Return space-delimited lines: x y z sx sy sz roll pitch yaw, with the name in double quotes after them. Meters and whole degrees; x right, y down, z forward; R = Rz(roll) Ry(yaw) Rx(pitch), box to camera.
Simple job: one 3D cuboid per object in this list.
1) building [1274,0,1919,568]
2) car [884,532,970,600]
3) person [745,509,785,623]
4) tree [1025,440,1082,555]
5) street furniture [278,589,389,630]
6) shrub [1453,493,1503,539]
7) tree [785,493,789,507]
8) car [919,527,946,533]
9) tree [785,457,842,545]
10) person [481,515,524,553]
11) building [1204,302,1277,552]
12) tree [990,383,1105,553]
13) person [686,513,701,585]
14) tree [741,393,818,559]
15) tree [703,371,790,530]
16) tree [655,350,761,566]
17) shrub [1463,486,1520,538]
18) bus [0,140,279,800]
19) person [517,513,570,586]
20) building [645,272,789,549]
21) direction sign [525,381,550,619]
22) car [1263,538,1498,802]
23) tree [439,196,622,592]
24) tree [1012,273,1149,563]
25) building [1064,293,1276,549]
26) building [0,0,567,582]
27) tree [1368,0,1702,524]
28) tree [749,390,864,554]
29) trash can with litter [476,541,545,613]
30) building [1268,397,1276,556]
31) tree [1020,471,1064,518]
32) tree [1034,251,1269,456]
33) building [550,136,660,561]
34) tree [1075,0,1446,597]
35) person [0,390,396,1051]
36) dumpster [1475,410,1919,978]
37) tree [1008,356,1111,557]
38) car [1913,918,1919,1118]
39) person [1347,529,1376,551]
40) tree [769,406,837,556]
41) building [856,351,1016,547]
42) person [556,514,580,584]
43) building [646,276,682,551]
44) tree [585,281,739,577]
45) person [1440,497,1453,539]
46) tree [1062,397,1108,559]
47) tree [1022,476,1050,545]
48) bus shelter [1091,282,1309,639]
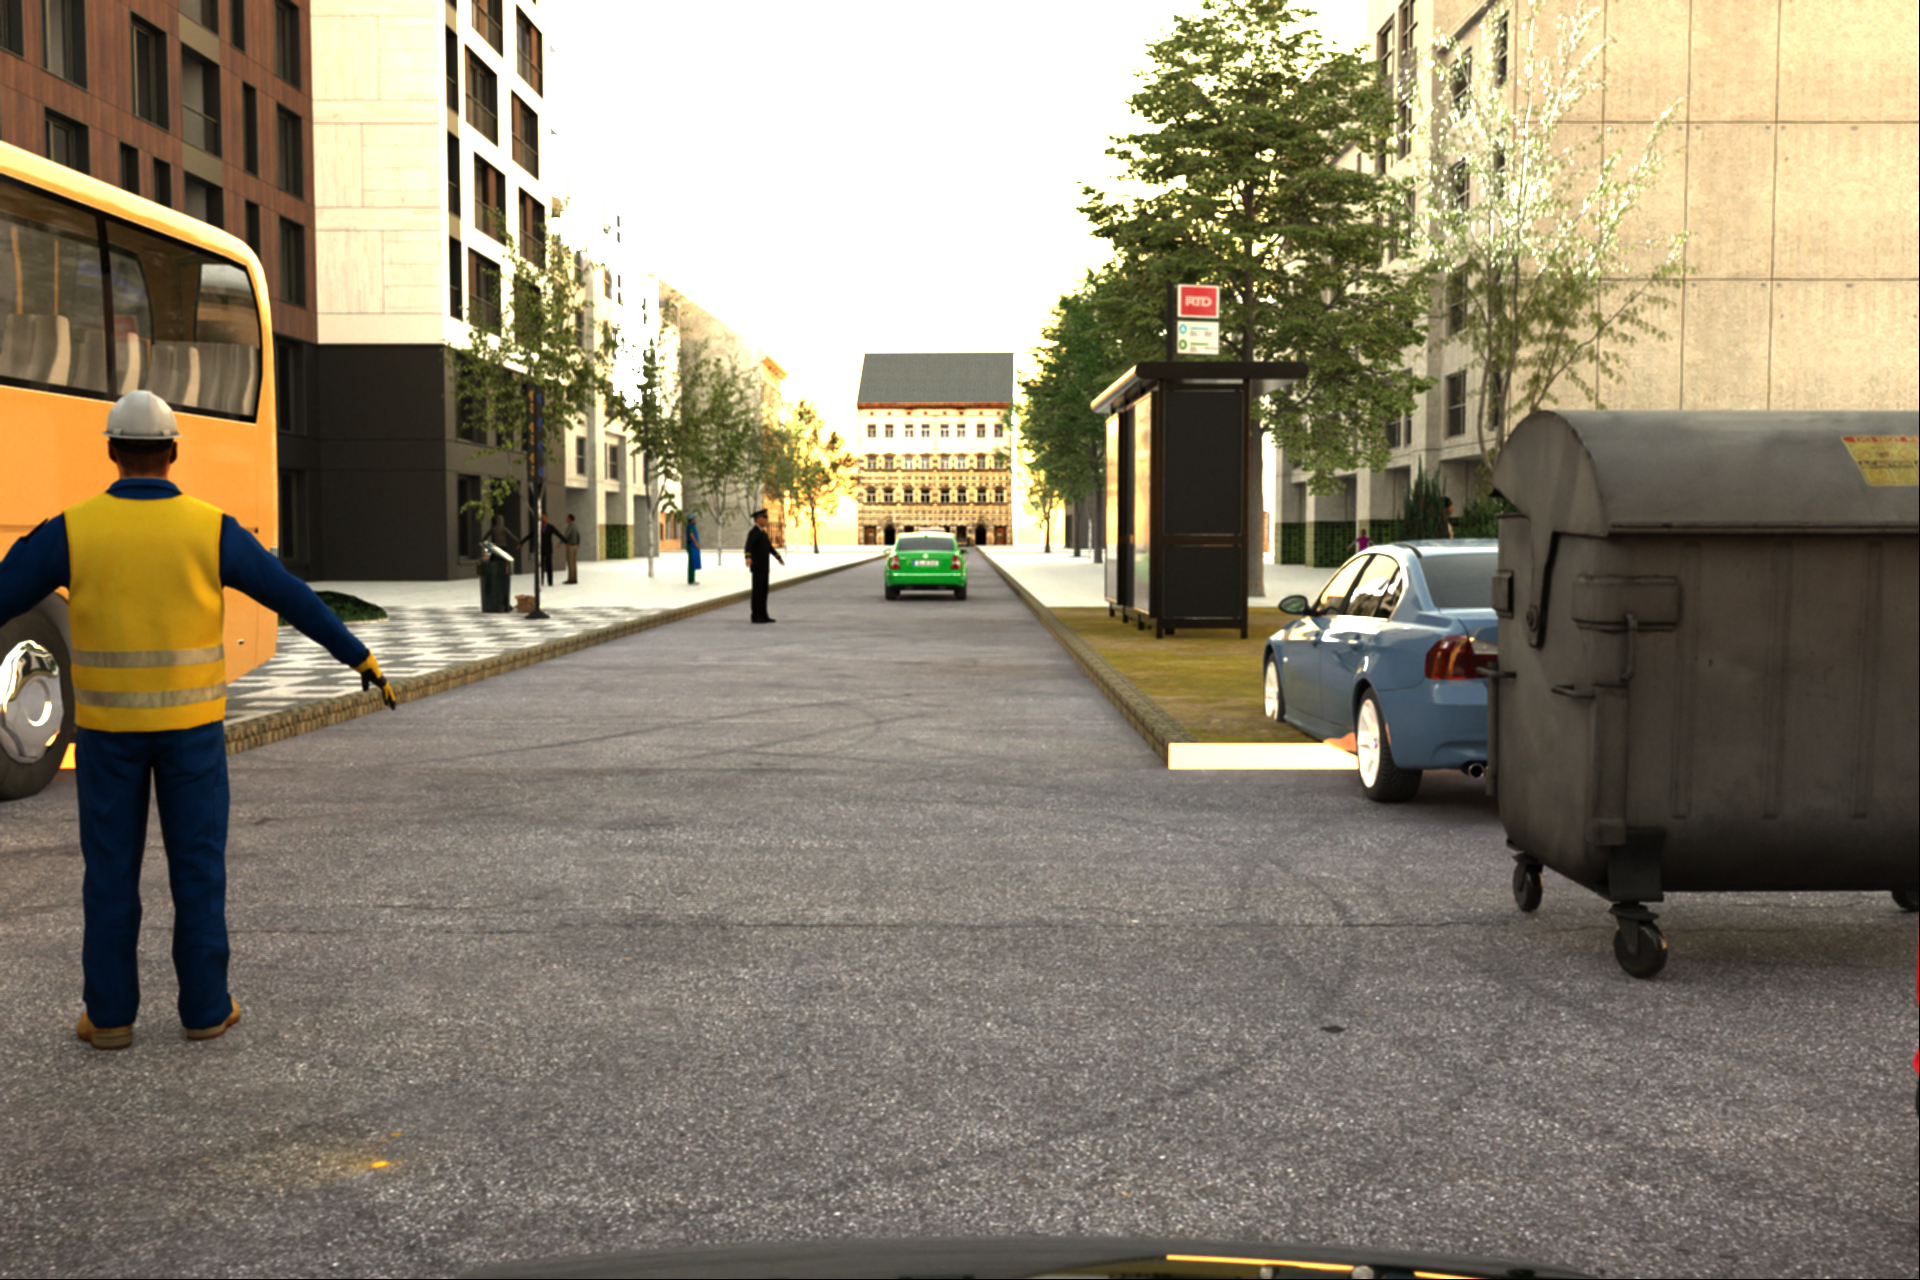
21.830 -11.718 58.050 16.747 18.905 31.486 0 3 0 "building"
-0.754 -1.847 38.993 1.959 1.807 4.718 0 4 -1 "car"
-3.203 -1.199 27.995 0.705 1.837 1.347 1 4 19 "person"
5.949 -9.679 108.615 4.737 8.622 4.395 0 3 0 "tree"
-11.307 -0.383 21.888 5.734 0.657 10.072 1 4 9 "street furniture"
8.914 -1.520 28.902 1.661 2.075 1.752 0 3 0 "shrub"
-21.407 -15.409 202.295 4.360 8.622 3.978 0 3 0 "tree"
-1.577 -5.472 98.132 2.281 1.827 5.304 0 3 0 "car"
-17.680 -16.776 208.691 7.601 10.594 8.767 0 4 8 "tree"
-12.992 -2.621 48.982 1.348 1.813 0.705 1 4 16 "person"
24.744 -17.259 138.596 16.016 20.090 11.380 0 4 1 "building"
5.879 -11.666 116.487 9.928 11.665 9.643 0 3 0 "tree"
-6.747 -2.308 43.860 0.704 1.817 1.347 -1 4 -12 "person"
-8.889 -8.526 89.770 4.360 8.622 3.978 0 3 0 "tree"
-9.385 -7.804 77.965 4.360 8.622 3.978 0 3 0 "tree"
-9.781 -7.280 69.391 4.737 8.622 4.395 0 3 0 "tree"
5.752 -0.805 17.575 1.690 2.028 1.600 0 3 0 "shrub"
-6.246 -0.915 6.510 2.896 3.916 12.252 0 4 0 "bus"
-10.305 -2.246 42.945 1.346 1.802 0.704 0 4 2 "person"
-25.850 -19.793 154.536 19.493 23.208 18.063 0 3 0 "building"
-6.415 -2.091 26.191 0.379 3.537 0.876 0 4 0 "direction sign"
3.040 0.088 10.563 2.014 1.417 4.499 0 4 -1 "car"
-9.406 -5.373 38.212 4.737 8.622 4.395 0 3 0 "tree"
5.708 -9.660 76.076 7.486 12.596 7.792 0 3 0 "tree"
23.657 -19.533 163.338 27.936 21.610 32.646 0 3 0 "building"
-27.854 -12.254 44.327 27.936 21.610 32.646 0 4 0 "building"
7.065 -4.467 23.398 4.360 8.622 3.978 0 3 0 "tree"
-9.535 -10.860 111.974 7.601 10.594 8.767 3 4 39 "tree"
-7.315 -1.028 28.197 1.055 1.170 0.624 0 4 2 "trash can with litter"
23.015 -9.061 90.293 9.099 9.664 28.070 0 4 0 "building"
10.522 -16.331 201.426 7.601 10.594 8.767 0 4 5 "tree"
6.617 -8.242 60.510 9.928 11.665 9.643 0 3 0 "tree"
-25.427 -13.138 81.260 16.747 18.905 31.486 0 4 1 "building"
5.670 -7.163 35.250 7.486 12.596 7.792 0 3 0 "tree"
-2.299 0.214 4.920 1.349 1.833 0.705 -2 4 -24 "person"
2.879 0.132 6.064 1.865 1.857 1.264 0 4 -1 "dumpster"
6.686 -10.428 96.248 9.928 11.665 9.643 0 3 0 "tree"
2.850 0.443 1.805 2.155 1.783 4.494 0 3 0 "car"
11.576 -2.470 49.656 0.991 1.433 0.599 2 4 26 "person"
-9.269 -9.088 98.951 4.737 8.622 4.395 0 3 0 "tree"
-2.457 -22.890 207.631 18.063 23.208 19.493 0 4 2 "building"
-10.054 -2.349 44.681 0.705 1.796 1.348 1 4 9 "person"
-27.627 -16.636 128.417 16.016 20.090 11.380 0 4 -1 "building"
-8.969 -6.176 51.342 4.737 8.622 4.395 0 3 0 "tree"
7.072 -1.168 25.248 0.704 1.843 1.345 1 4 15 "person"
6.338 -8.380 87.373 4.360 8.622 3.978 0 3 0 "tree"
9.650 -15.805 208.770 4.737 8.622 4.395 0 3 0 "tree"
3.138 -2.917 25.328 2.179 5.291 8.768 0 4 -1 "bus shelter"
